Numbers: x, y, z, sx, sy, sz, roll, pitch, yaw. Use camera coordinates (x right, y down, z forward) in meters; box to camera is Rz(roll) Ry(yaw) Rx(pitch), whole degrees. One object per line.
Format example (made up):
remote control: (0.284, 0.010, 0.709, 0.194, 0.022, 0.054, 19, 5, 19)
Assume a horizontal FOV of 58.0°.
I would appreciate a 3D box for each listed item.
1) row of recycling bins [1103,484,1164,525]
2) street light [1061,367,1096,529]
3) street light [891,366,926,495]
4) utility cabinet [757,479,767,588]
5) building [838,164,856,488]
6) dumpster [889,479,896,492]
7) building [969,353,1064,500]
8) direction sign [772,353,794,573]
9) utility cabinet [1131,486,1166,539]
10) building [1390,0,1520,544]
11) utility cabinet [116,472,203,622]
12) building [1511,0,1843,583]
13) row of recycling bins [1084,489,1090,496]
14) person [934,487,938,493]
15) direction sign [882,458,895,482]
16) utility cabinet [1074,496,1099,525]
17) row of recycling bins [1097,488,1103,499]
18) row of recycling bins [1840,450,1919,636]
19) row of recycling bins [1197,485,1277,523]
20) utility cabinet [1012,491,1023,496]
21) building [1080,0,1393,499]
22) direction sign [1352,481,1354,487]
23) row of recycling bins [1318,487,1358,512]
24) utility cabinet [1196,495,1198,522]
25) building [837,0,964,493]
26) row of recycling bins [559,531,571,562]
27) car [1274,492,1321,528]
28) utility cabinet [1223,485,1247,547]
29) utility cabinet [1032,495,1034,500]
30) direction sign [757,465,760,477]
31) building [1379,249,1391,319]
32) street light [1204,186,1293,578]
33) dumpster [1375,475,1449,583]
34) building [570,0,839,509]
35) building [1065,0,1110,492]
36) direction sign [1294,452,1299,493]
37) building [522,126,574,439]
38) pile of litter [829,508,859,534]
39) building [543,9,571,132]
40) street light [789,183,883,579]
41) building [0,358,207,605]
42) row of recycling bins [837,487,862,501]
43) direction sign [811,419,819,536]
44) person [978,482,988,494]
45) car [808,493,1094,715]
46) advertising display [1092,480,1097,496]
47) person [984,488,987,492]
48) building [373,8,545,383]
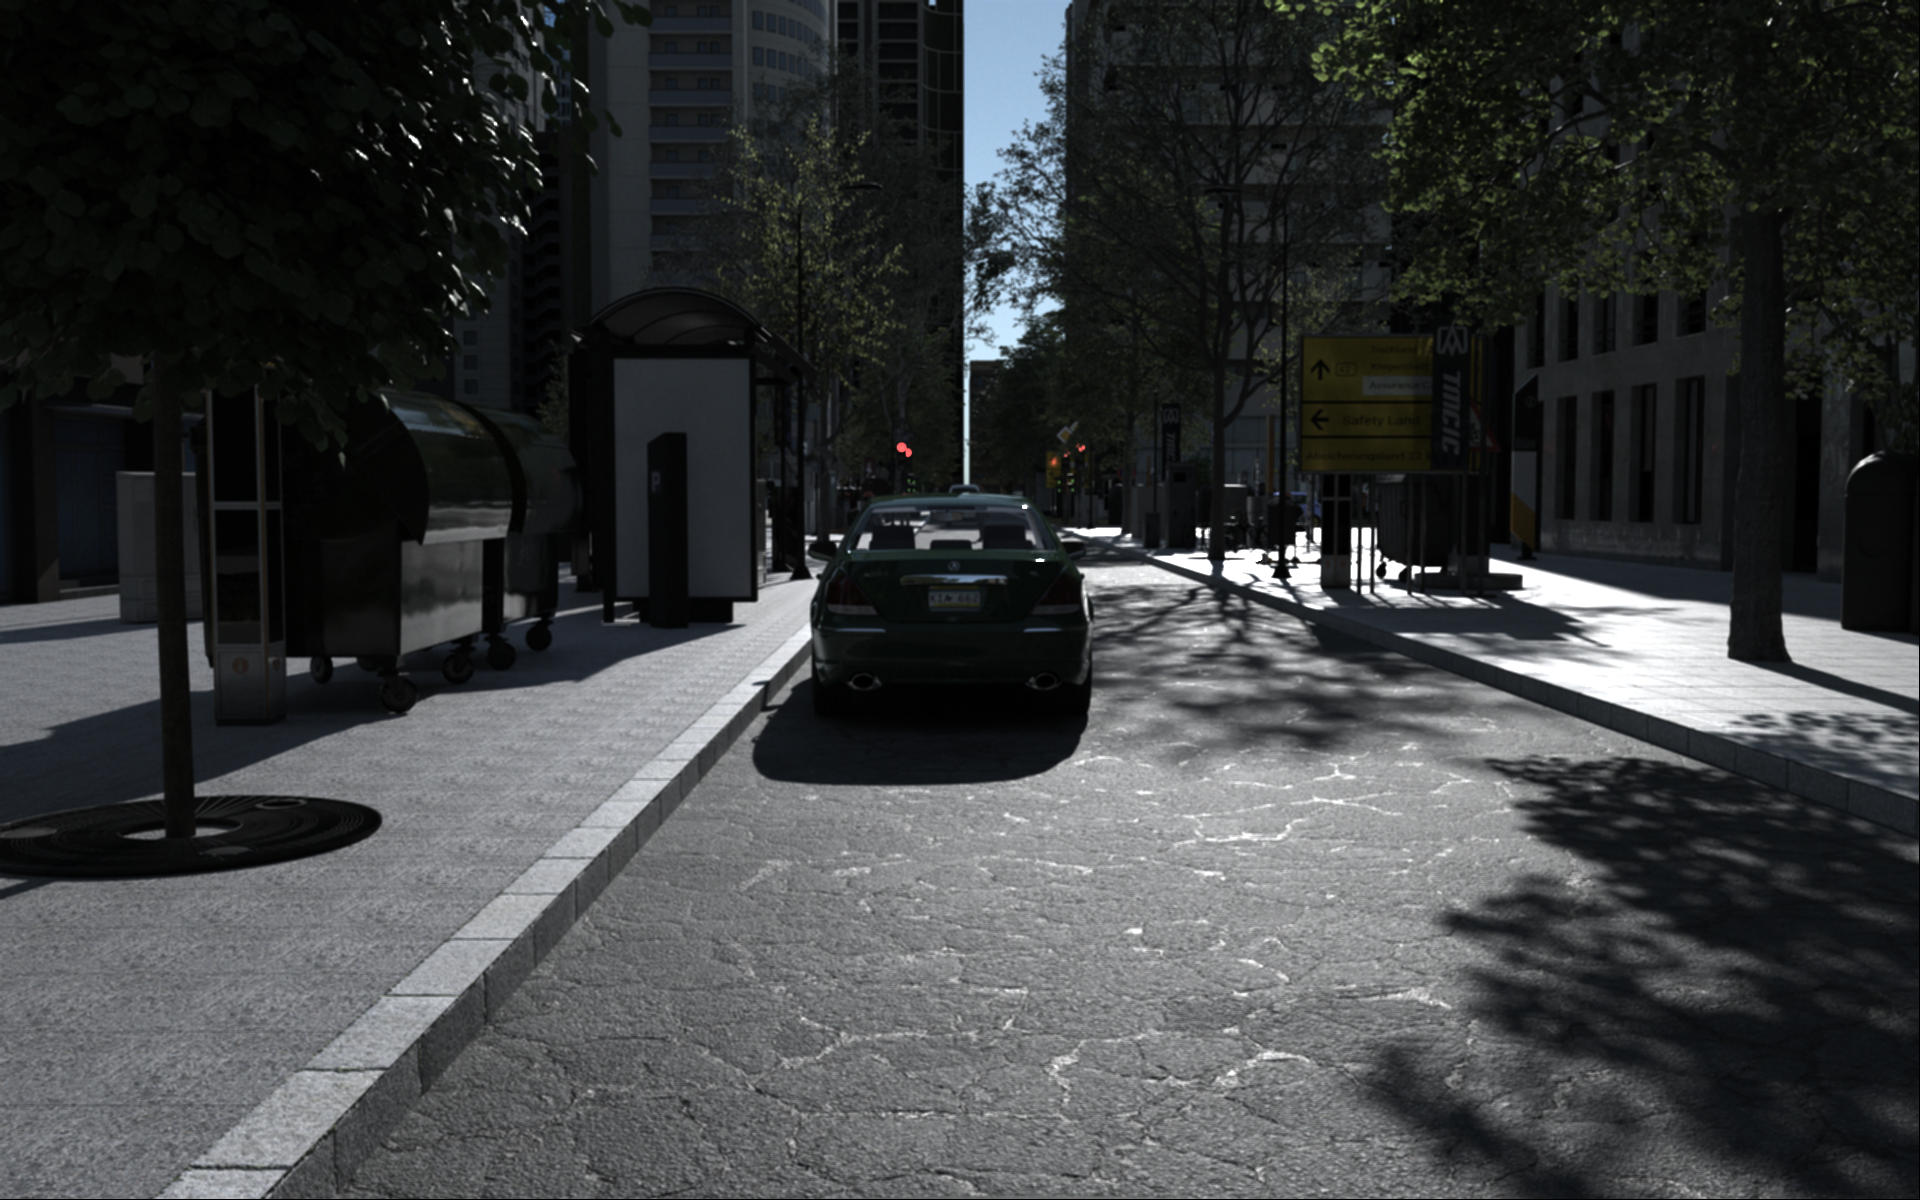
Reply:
row of recycling bins: (7.977, -4.019, 72.828, 3.534, 1.692, 1.069, -1, 4, -14)
street light: (4.261, -5.553, 63.339, 1.470, 5.913, 1.316, 0, 4, 0)
street light: (-1.917, -5.536, 63.053, 1.470, 5.913, 1.316, 0, 4, 0)
utility cabinet: (-2.843, -0.894, 23.293, 0.318, 1.500, 1.173, 0, 4, 4)
building: (-24.153, -30.908, 197.223, 23.993, 40.220, 32.217, 0, 4, 0)
dumpster: (-4.800, -6.838, 114.297, 1.502, 2.255, 1.985, 0, 4, 0)
building: (15.902, -24.864, 251.569, 28.899, 21.520, 27.650, 0, 4, 0)
direction sign: (-2.900, -2.226, 28.393, 0.379, 3.537, 0.876, 1, 4, 10)
utility cabinet: (5.382, -2.475, 49.138, 1.173, 1.500, 0.318, -3, 4, -37)
building: (19.901, -13.298, 47.100, 12.332, 23.373, 15.834, 0, 4, 0)
utility cabinet: (-7.892, -0.543, 17.556, 0.318, 1.500, 1.173, 2, 4, 32)
building: (17.786, -10.749, 30.491, 10.420, 20.320, 16.860, 0, 4, 0)
row of recycling bins: (11.017, -7.793, 134.529, 3.534, 1.692, 1.069, 2, 4, 30)
person: (-1.110, -4.715, 86.081, 0.782, 1.767, 0.515, -1, 4, -9)
direction sign: (-4.552, -7.226, 110.148, 0.876, 3.537, 0.379, 1, 4, 17)
utility cabinet: (5.291, -3.756, 72.578, 1.020, 1.237, 0.306, 2, 4, 35)
row of recycling bins: (9.392, -5.527, 97.486, 3.534, 1.692, 1.069, 3, 4, 38)
row of recycling bins: (9.262, -0.490, 15.122, 1.069, 1.692, 3.534, -1, 4, -21)
row of recycling bins: (12.320, -4.275, 77.005, 3.534, 1.692, 1.069, 1, 4, 15)
utility cabinet: (4.780, -8.296, 144.316, 0.318, 1.500, 1.173, 2, 4, 34)
building: (27.127, -35.634, 171.848, 28.713, 52.752, 27.495, 0, 4, 0)
direction sign: (30.256, -8.643, 133.304, 0.379, 3.537, 0.876, -1, 4, -19)
row of recycling bins: (19.192, -4.956, 88.145, 1.069, 1.692, 3.534, -1, 4, -11)
utility cabinet: (10.588, -4.135, 78.769, 0.306, 1.237, 1.020, -1, 4, -10)
building: (-9.730, -49.450, 246.755, 20.611, 71.187, 20.563, 0, 4, 0)
row of recycling bins: (-7.150, -1.581, 32.964, 3.534, 1.692, 1.069, -1, 4, -9)
car: (12.592, -3.629, 68.926, 3.694, 1.707, 1.945, 0, 3, 0)
utility cabinet: (6.598, -2.039, 42.015, 0.318, 1.500, 1.173, 2, 4, 33)
utility cabinet: (6.512, -8.147, 144.365, 1.020, 1.237, 0.306, -2, 4, -31)
direction sign: (-13.522, -7.552, 115.470, 0.379, 3.537, 0.876, 1, 4, 20)
building: (49.331, -26.699, 208.225, 14.107, 30.474, 14.160, 0, 4, 0)
street light: (4.379, -3.289, 26.324, 1.470, 5.913, 1.316, 0, 4, 0)
dumpster: (6.923, -1.215, 25.616, 1.264, 1.857, 1.865, 0, 4, 0)
building: (-22.629, -37.767, 159.492, 21.231, 58.520, 28.212, 0, 4, 0)
building: (22.623, -40.211, 199.455, 21.231, 58.520, 28.212, 0, 4, 0)
direction sign: (18.066, -6.184, 93.113, 0.379, 3.537, 0.876, 2, 4, 25)
building: (-43.289, -34.028, 206.463, 14.200, 45.320, 14.600, 0, 4, 0)
pile of litter: (-3.640, -2.541, 55.514, 1.176, 0.858, 1.719, 0, 4, -7)
building: (-64.136, -57.137, 246.859, 31.000, 86.520, 22.319, 0, 4, 0)
street light: (-1.857, -3.270, 26.007, 1.470, 5.913, 1.316, 0, 4, 0)
building: (-17.495, -22.705, 21.345, 14.600, 45.320, 14.200, 0, 4, 0)
row of recycling bins: (-6.993, -6.172, 108.032, 1.069, 1.692, 3.534, -3, 4, -36)
direction sign: (-4.373, -3.717, 52.767, 0.379, 3.537, 0.876, 0, 4, 2)
person: (0.579, -2.684, 52.664, 0.520, 1.790, 0.573, 3, 4, 37)
car: (-0.085, -0.054, 12.679, 2.131, 1.459, 4.920, 0, 4, -1)
advertising display: (6.190, -4.594, 80.319, 0.123, 1.923, 0.974, 0, 4, -7)
person: (1.732, -6.307, 111.811, 0.583, 1.804, 0.606, 0, 4, 7)
building: (-60.683, -46.772, 202.971, 20.611, 71.187, 20.563, 0, 4, 0)
